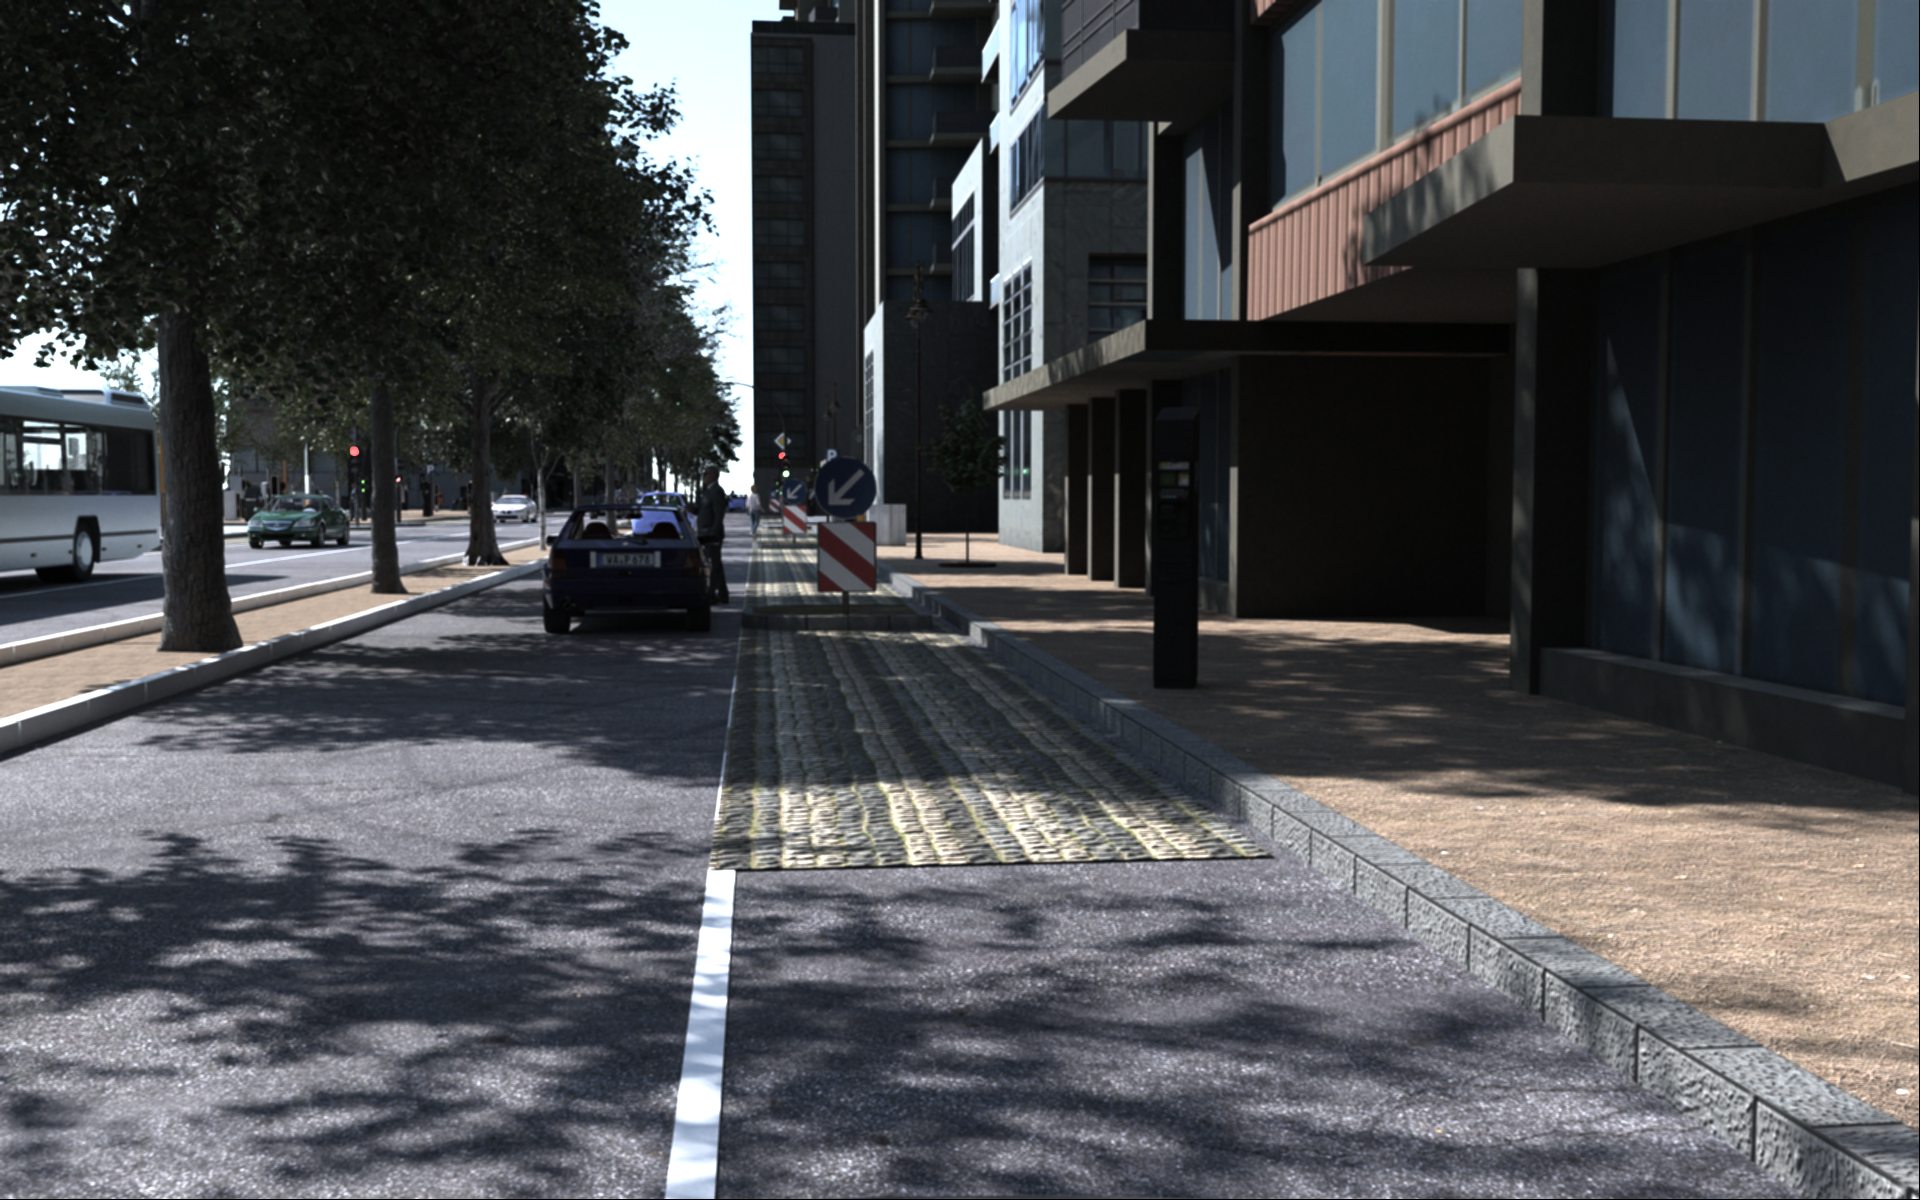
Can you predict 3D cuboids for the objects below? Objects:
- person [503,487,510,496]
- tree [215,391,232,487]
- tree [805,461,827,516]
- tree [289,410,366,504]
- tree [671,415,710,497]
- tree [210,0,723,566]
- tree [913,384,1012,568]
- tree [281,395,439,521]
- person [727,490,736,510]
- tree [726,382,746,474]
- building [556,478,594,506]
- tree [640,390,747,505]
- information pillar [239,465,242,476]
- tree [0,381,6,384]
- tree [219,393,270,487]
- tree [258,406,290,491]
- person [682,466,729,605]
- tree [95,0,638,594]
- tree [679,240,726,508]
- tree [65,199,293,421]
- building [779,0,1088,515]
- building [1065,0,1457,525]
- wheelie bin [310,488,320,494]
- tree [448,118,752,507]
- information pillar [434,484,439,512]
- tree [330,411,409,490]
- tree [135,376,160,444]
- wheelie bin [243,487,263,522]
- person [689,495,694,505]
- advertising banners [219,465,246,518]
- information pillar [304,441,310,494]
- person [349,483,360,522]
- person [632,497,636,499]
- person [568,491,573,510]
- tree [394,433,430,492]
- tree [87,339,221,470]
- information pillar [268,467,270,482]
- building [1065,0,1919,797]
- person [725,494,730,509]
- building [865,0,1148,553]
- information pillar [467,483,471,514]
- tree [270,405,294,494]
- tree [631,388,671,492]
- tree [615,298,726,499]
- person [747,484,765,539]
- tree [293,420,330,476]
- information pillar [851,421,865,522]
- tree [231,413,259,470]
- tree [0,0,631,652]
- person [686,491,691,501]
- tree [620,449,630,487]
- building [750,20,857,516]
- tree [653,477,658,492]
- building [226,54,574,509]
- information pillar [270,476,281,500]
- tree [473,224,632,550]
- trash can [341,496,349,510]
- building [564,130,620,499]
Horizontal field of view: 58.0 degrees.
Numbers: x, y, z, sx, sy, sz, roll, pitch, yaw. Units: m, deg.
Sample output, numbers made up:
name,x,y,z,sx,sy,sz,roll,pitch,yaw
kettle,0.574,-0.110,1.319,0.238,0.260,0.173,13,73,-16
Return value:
name,x,y,z,sx,sy,sz,roll,pitch,yaw
person,-34.567,-7.693,131.950,0.853,1.813,0.709,2,4,31
tree,-55.286,-10.693,125.192,4.360,8.622,3.978,0,3,0
tree,-8.205,-6.572,102.061,1.663,3.219,1.824,0,3,0
tree,-36.575,-9.295,102.339,4.360,8.622,3.978,0,3,0
tree,-18.549,-9.773,112.602,4.360,8.622,3.978,0,3,0
tree,-9.571,-7.024,34.314,9.611,12.733,9.660,0,3,0
tree,0.188,-2.196,30.498,1.663,3.219,1.824,0,3,0
tree,-28.591,-9.107,83.310,8.767,10.594,7.601,0,4,7
person,-20.281,-8.964,155.002,1.348,1.831,0.705,-3,4,-38
tree,-21.369,-13.510,141.473,7.486,12.596,7.792,0,3,0
building,-57.093,-30.408,189.046,32.217,40.220,23.993,0,4,-7
tree,-22.595,-12.979,149.072,8.767,10.594,7.601,0,4,-7
information pillar,-57.625,-9.015,138.753,0.183,3.616,0.504,-3,5,-43
tree,-54.417,-8.864,95.284,4.360,8.622,3.978,0,3,0
tree,-40.304,-8.796,94.181,4.737,8.622,4.395,0,3,0
tree,-40.893,-9.673,108.511,4.360,8.622,3.978,0,3,0
person,-3.298,-0.847,22.528,0.590,1.801,0.661,-1,4,-18
tree,-8.101,-6.334,24.144,7.486,12.596,7.792,0,3,0
tree,-12.540,-8.662,62.215,7.486,12.596,7.792,0,3,0
tree,-26.185,-8.163,59.213,9.928,11.665,9.643,0,3,0
building,-3.513,-29.684,139.959,22.147,44.769,28.867,0,4,-7
building,7.284,-26.608,89.666,28.867,44.769,22.147,0,4,-7
wheelie bin,-36.273,-5.457,97.128,0.980,1.594,0.693,1,4,23
tree,-11.623,-8.536,52.397,12.009,13.543,11.850,0,3,0
information pillar,-38.403,-7.494,127.026,0.304,2.012,0.304,-1,4,-15
tree,-36.005,-9.592,107.183,4.737,8.622,4.395,0,3,0
tree,-47.157,-9.264,101.835,4.360,8.622,3.978,0,3,0
wheelie bin,-32.462,-4.384,79.580,0.980,1.594,0.693,0,4,4
person,-36.862,-13.954,237.578,0.756,1.711,0.436,0,4,5
advertising banners,-38.178,-5.777,90.642,2.074,3.025,0.090,-2,4,-34
information pillar,-28.653,-5.181,76.070,0.183,3.616,0.504,-3,4,-36
person,-28.037,-4.522,80.159,0.721,1.800,0.419,2,4,34
person,-33.817,-10.284,179.874,0.421,1.427,0.697,0,4,-3
person,-34.547,-8.825,153.590,0.445,1.727,0.742,-1,4,-20
tree,-42.597,-11.089,131.663,4.360,8.622,3.978,0,3,0
tree,-37.038,-7.807,78.002,4.737,8.622,4.395,0,3,0
information pillar,-55.613,-9.057,139.438,0.183,3.616,0.504,-1,4,-13
building,12.683,-22.050,15.146,22.147,44.769,28.867,0,4,-7
person,-22.533,-9.582,165.170,1.348,1.822,0.705,-1,4,-8
building,9.113,-45.193,51.575,22.319,86.520,31.000,0,4,-7
information pillar,-31.069,-6.450,109.947,0.304,2.012,0.304,0,4,2
tree,-49.816,-10.934,129.135,4.737,8.622,4.395,0,3,0
tree,-13.662,-7.060,68.257,4.360,8.622,3.978,0,3,0
tree,-16.025,-10.023,92.093,9.928,11.665,9.643,0,3,0
person,-6.576,-2.833,55.489,0.731,1.740,0.598,1,4,17
tree,-40.374,-10.032,114.380,4.737,8.622,4.395,0,3,0
information pillar,-3.277,-3.935,55.687,0.504,3.616,0.183,2,4,26
tree,-46.999,-10.321,119.109,4.360,8.622,3.978,0,3,0
tree,-6.964,-6.502,15.419,9.857,13.997,8.962,0,3,0
person,-24.531,-8.937,155.143,1.217,1.766,0.721,-2,4,-26
tree,-45.042,-16.953,227.547,4.737,8.622,4.395,0,3,0
building,-6.172,-20.719,110.457,14.160,30.474,14.107,0,4,-7
tree,-54.172,-19.644,304.894,4.285,4.588,4.351,0,3,0
building,-51.247,-35.074,162.703,28.713,52.752,27.495,0,4,-7
information pillar,-27.184,-3.934,68.815,0.304,2.012,0.304,0,4,-7
tree,-10.507,-5.535,43.321,4.360,8.622,3.978,0,3,0
trash can,-49.851,-7.874,140.386,0.748,1.137,0.748,0,3,0
building,-53.525,-35.988,212.112,21.300,48.544,21.600,0,4,-7
